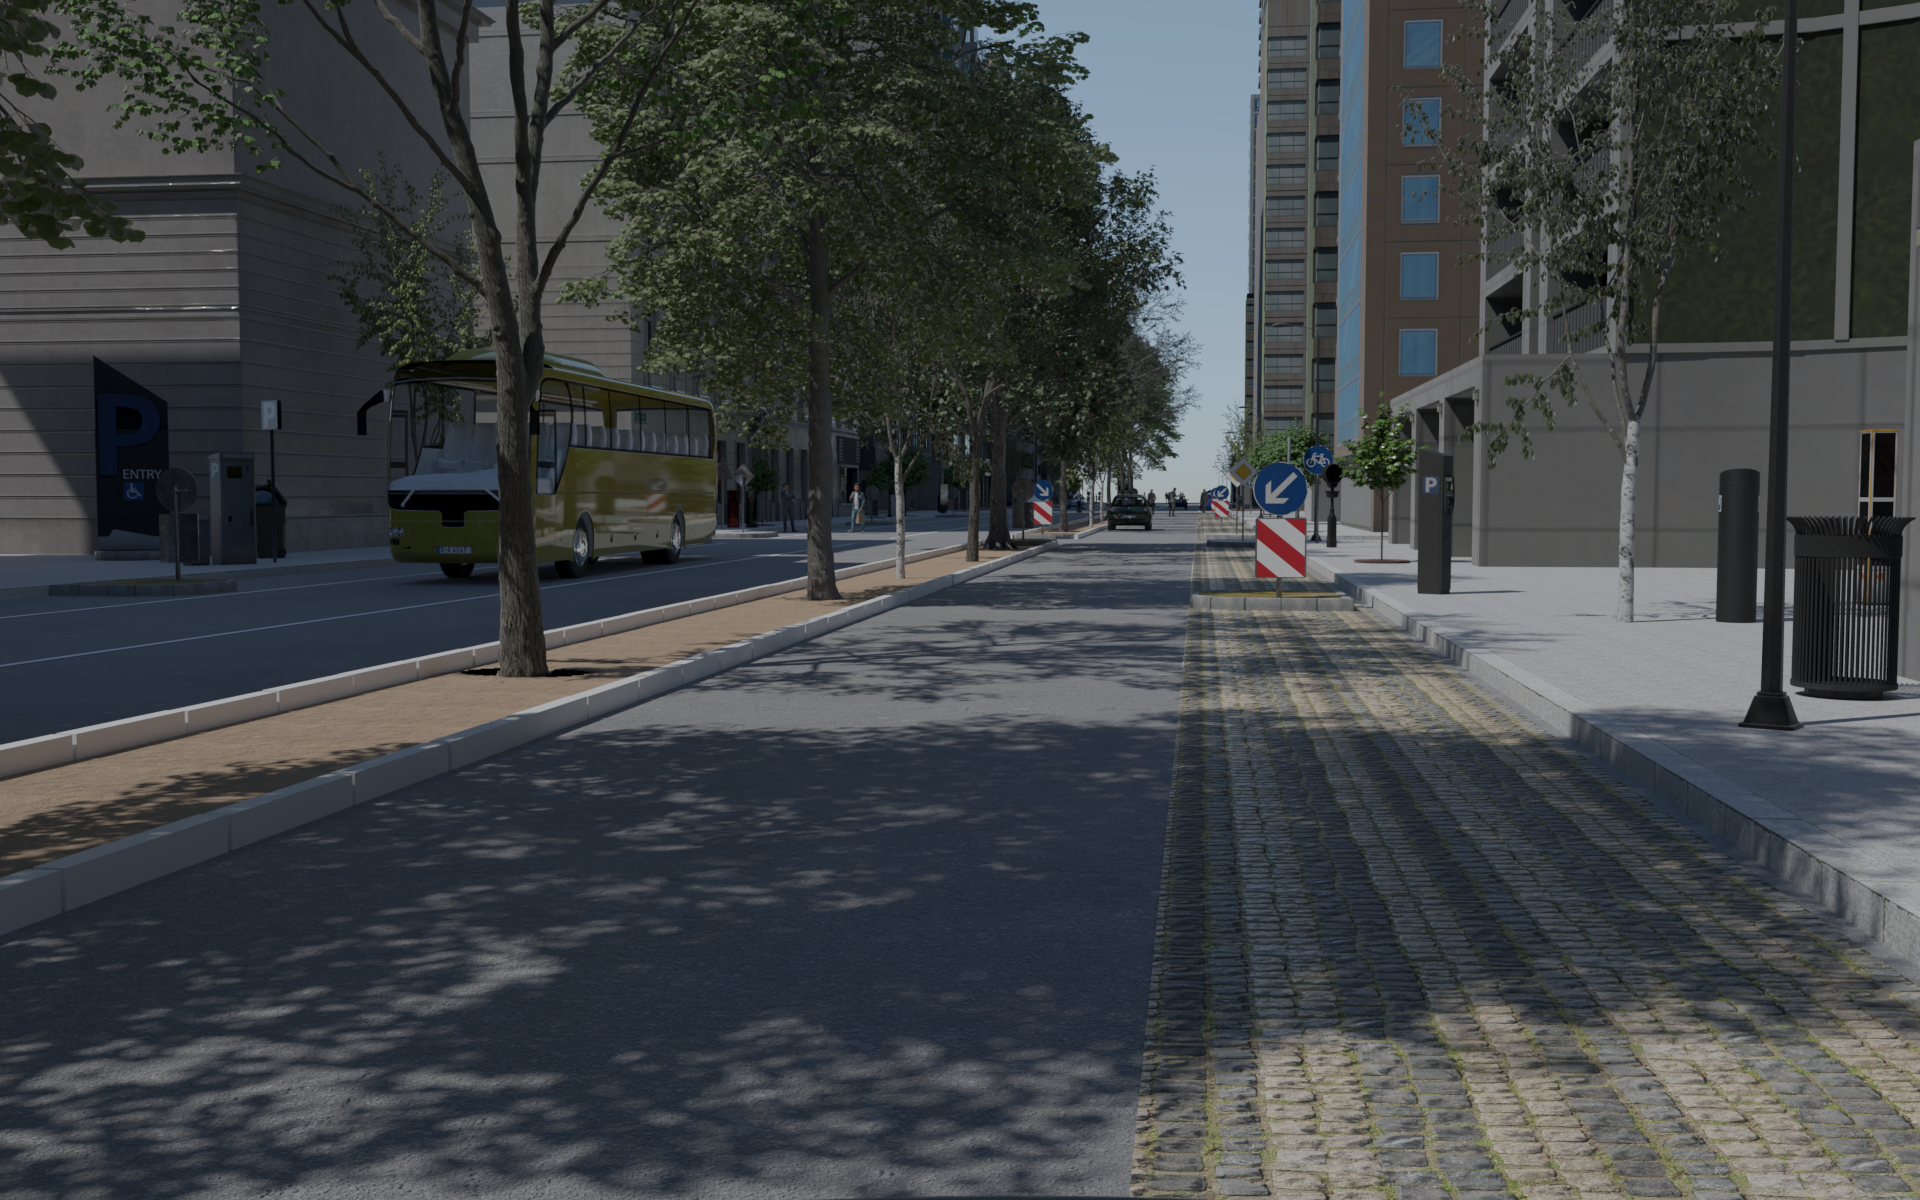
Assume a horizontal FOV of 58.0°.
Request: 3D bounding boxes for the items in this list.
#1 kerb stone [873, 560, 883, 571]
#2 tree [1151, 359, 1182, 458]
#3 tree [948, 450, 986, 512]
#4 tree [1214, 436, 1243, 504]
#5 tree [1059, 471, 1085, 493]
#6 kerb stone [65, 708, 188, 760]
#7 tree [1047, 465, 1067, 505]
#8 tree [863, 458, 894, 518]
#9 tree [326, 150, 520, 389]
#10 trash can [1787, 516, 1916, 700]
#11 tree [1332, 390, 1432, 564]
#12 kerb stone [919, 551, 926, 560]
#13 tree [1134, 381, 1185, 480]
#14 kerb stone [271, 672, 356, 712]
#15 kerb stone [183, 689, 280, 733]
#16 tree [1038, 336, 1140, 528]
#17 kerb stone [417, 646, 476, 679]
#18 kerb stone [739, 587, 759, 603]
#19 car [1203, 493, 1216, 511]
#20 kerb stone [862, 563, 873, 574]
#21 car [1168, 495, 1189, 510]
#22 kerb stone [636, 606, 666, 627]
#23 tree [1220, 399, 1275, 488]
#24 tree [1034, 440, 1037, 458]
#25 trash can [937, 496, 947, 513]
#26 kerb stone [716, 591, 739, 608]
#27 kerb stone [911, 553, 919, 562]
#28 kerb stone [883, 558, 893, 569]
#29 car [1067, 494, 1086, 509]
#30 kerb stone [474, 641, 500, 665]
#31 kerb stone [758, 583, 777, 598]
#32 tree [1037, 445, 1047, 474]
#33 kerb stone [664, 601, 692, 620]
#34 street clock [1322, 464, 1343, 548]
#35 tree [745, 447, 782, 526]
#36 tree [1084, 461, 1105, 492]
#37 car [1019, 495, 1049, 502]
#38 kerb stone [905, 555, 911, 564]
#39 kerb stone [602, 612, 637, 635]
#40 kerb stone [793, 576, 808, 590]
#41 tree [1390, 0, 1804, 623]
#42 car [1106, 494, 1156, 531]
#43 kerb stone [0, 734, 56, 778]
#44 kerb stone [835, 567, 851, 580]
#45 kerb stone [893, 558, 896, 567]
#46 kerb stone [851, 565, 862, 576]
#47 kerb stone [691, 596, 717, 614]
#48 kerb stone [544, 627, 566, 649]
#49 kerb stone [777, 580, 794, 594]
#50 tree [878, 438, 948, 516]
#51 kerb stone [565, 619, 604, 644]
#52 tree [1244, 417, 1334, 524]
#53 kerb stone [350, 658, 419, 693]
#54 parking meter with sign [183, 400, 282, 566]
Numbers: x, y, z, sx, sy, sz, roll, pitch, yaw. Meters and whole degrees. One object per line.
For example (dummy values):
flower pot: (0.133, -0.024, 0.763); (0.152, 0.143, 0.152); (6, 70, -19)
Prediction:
kerb stone: (-1.628, -0.606, 32.114); (0.120, 0.150, 1.000); (0, 4, 8)
tree: (11.568, -11.598, 117.832); (9.928, 11.665, 9.643); (0, 3, 0)
tree: (0.256, -8.761, 126.957); (4.285, 4.588, 4.351); (0, 3, 0)
tree: (33.860, -16.247, 216.003); (4.360, 8.622, 3.978); (0, 3, 0)
tree: (15.059, -15.240, 232.892); (4.285, 4.588, 4.351); (0, 3, 0)
kerb stone: (-4.717, 0.760, 9.769); (0.120, 0.150, 1.000); (0, 4, 8)
tree: (10.979, -15.516, 204.042); (4.360, 8.622, 3.978); (0, 3, 0)
tree: (-4.316, -5.977, 92.332); (1.663, 3.219, 1.824); (0, 3, 0)
tree: (-11.680, -5.357, 37.949); (4.737, 8.622, 4.395); (0, 3, 0)
trash can: (5.609, 0.042, 10.967); (0.748, 1.137, 0.748); (0, 3, 0)
tree: (7.895, -2.313, 32.426); (1.663, 3.219, 1.824); (0, 3, 0)
kerb stone: (-0.913, -0.915, 37.206); (0.120, 0.150, 1.000); (0, 4, 8)
tree: (12.543, -12.597, 126.543); (7.486, 12.596, 7.792); (0, 3, 0)
kerb stone: (-4.434, 0.635, 11.808); (0.120, 0.150, 1.000); (0, 4, 8)
kerb stone: (-4.576, 0.702, 10.790); (0.120, 0.150, 1.000); (0, 4, 8)
tree: (5.549, -7.367, 73.277); (4.737, 8.622, 4.395); (0, 3, 0)
kerb stone: (-4.158, 0.511, 13.843); (0.120, 0.150, 1.000); (0, 4, 8)
kerb stone: (-2.882, -0.046, 22.971); (0.120, 0.150, 1.000); (0, 4, 8)
car: (22.039, -8.641, 150.866); (1.945, 1.707, 3.694); (1, 4, 8)
kerb stone: (-1.761, -0.545, 31.099); (0.120, 0.150, 1.000); (0, 4, 8)
car: (20.378, -9.118, 161.658); (1.945, 1.354, 3.894); (0, 4, 8)
kerb stone: (-3.456, 0.200, 18.923); (0.120, 0.150, 1.000); (0, 4, 8)
tree: (21.971, -11.166, 132.925); (4.737, 8.622, 4.395); (0, 3, 0)
tree: (3.756, -12.242, 150.513); (4.360, 8.622, 3.978); (0, 3, 0)
trash can: (-1.229, -6.568, 119.035); (0.748, 1.137, 0.748); (0, 3, 0)
kerb stone: (-3.026, 0.016, 21.959); (0.120, 0.150, 1.000); (0, 4, 8)
kerb stone: (-1.052, -0.856, 36.193); (0.120, 0.150, 1.000); (0, 4, 8)
kerb stone: (-1.483, -0.669, 33.128); (0.120, 0.150, 1.000); (0, 4, 8)
car: (10.937, -9.279, 163.710); (2.014, 1.417, 4.499); (0, 4, 8)
kerb stone: (-4.009, 0.451, 14.855); (0.120, 0.150, 1.000); (0, 4, 8)
kerb stone: (-2.745, -0.109, 23.984); (0.120, 0.150, 1.000); (0, 4, 8)
tree: (5.150, -12.849, 160.449); (4.360, 8.622, 3.978); (0, 3, 0)
kerb stone: (-3.314, 0.138, 19.935); (0.120, 0.150, 1.000); (0, 4, 8)
street clock: (8.905, -2.255, 41.441); (0.471, 2.002, 0.358); (-1, 4, -13)
tree: (-8.120, -4.617, 70.085); (1.663, 3.219, 1.824); (0, 3, 0)
tree: (21.547, -20.112, 279.200); (4.360, 8.622, 3.978); (0, 3, 0)
car: (5.173, -6.531, 119.148); (2.083, 1.381, 4.827); (0, 4, 8)
kerb stone: (-1.194, -0.793, 35.168); (0.120, 0.150, 1.000); (0, 4, 8)
kerb stone: (-3.581, 0.263, 17.900); (0.120, 0.150, 1.000); (0, 4, 8)
kerb stone: (-2.462, -0.230, 26.012); (0.120, 0.150, 1.000); (0, 4, 8)
tree: (6.635, -4.095, 17.312); (4.360, 8.622, 3.978); (0, 3, 0)
car: (6.821, -3.644, 69.368); (2.009, 1.686, 4.222); (0, 4, 7)
kerb stone: (-4.864, 0.824, 8.758); (0.120, 0.150, 1.000); (0, 4, 8)
kerb stone: (-2.035, -0.420, 29.067); (0.120, 0.150, 1.000); (0, 4, 8)
kerb stone: (-1.345, -0.731, 34.141); (0.120, 0.150, 1.000); (0, 4, 8)
kerb stone: (-1.908, -0.479, 30.082); (0.120, 0.150, 1.000); (0, 4, 8)
kerb stone: (-3.170, 0.076, 20.947); (0.120, 0.150, 1.000); (0, 4, 8)
kerb stone: (-3.871, 0.387, 15.868); (0.120, 0.150, 1.000); (0, 4, 8)
kerb stone: (-2.606, -0.164, 25.000); (0.120, 0.150, 1.000); (0, 4, 8)
tree: (-3.213, -7.187, 101.227); (4.285, 4.588, 4.351); (0, 3, 0)
kerb stone: (-3.727, 0.326, 16.888); (0.120, 0.150, 1.000); (0, 4, 8)
tree: (14.381, -5.508, 73.777); (4.285, 4.588, 4.351); (0, 3, 0)
kerb stone: (-4.306, 0.573, 12.830); (0.120, 0.150, 1.000); (0, 4, 8)
parking meter with sign: (-13.311, -2.163, 31.632); (0.543, 3.016, 1.738); (3, 4, 38)
